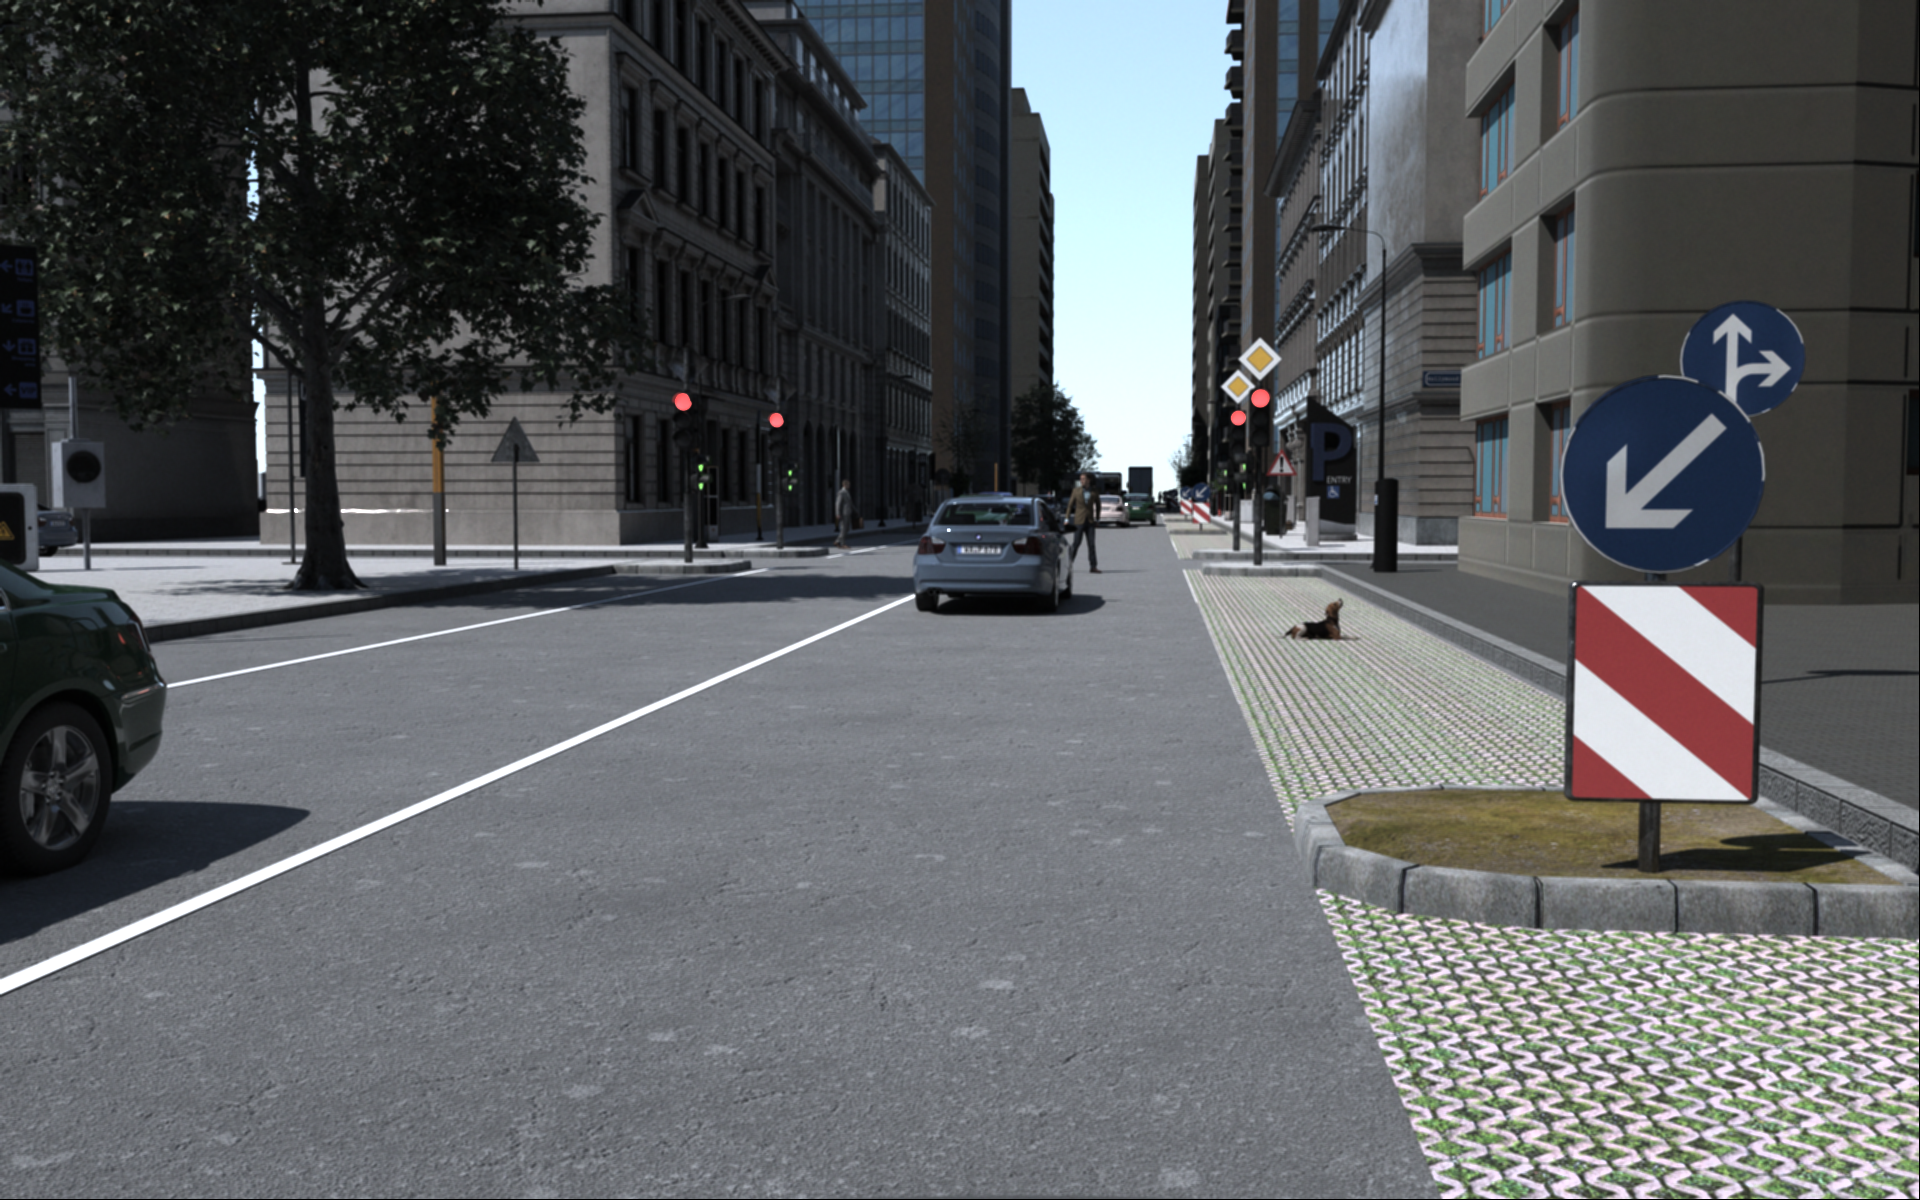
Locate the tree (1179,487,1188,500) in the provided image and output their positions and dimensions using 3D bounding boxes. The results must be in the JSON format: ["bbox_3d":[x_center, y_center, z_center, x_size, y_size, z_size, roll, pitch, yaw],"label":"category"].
[{"bbox_3d":[32.983,-15.725,251.699,1.663,3.219,1.824,0,3,0],"label":"tree"}]

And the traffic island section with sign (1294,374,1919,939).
[{"bbox_3d":[2.319,0.126,6.567,1.989,1.847,2.006,0,4,6],"label":"traffic island section with sign"}]

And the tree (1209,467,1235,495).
[{"bbox_3d":[16.673,-7.000,109.043,1.663,3.219,1.824,0,3,0],"label":"tree"}]

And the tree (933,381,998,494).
[{"bbox_3d":[0.573,-9.724,109.347,4.360,8.622,3.978,0,3,0],"label":"tree"}]

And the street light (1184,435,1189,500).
[{"bbox_3d":[18.399,-9.938,135.035,1.470,5.913,1.316,0,4,6],"label":"street light"}]

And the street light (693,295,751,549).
[{"bbox_3d":[-5.557,-4.161,40.575,1.470,5.913,1.316,0,4,6],"label":"street light"}]

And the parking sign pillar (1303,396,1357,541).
[{"bbox_3d":[10.173,-3.608,47.467,1.447,3.967,1.447,0,4,-5],"label":"parking sign pillar"}]

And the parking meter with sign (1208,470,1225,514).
[{"bbox_3d":[16.581,-7.057,111.643,0.543,3.016,1.738,-2,4,-24],"label":"parking meter with sign"}]

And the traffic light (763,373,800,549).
[{"bbox_3d":[-4.169,-3.134,40.167,0.839,4.253,0.868,0,4,6],"label":"traffic light"}]

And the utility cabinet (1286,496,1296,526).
[{"bbox_3d":[13.214,-3.648,70.803,1.020,1.237,0.306,2,4,24],"label":"utility cabinet"}]

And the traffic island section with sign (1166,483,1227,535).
[{"bbox_3d":[8.440,-3.235,61.524,1.989,1.847,2.006,0,4,6],"label":"traffic island section with sign"}]

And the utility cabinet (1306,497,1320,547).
[{"bbox_3d":[8.658,-1.921,42.568,0.306,1.237,1.020,1,4,9],"label":"utility cabinet"}]

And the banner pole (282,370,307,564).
[{"bbox_3d":[-12.048,-2.555,31.796,0.863,3.779,0.401,-3,4,-39],"label":"banner pole"}]

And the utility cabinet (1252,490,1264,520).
[{"bbox_3d":[14.741,-4.649,84.691,1.173,1.500,0.318,-3,5,-40],"label":"utility cabinet"}]

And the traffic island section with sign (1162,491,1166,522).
[{"bbox_3d":[11.467,-4.899,88.726,1.989,1.847,2.006,0,4,6],"label":"traffic island section with sign"}]

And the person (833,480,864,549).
[{"bbox_3d":[-2.984,-2.248,45.378,0.853,1.813,0.709,1,4,19],"label":"person"}]

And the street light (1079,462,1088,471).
[{"bbox_3d":[17.998,-17.164,253.174,1.470,5.913,1.316,0,4,6],"label":"street light"}]

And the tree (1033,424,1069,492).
[{"bbox_3d":[9.369,-14.105,180.977,4.360,8.622,3.978,0,3,0],"label":"tree"}]

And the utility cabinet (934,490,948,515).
[{"bbox_3d":[-1.104,-5.721,102.220,0.318,1.500,1.173,2,4,28],"label":"utility cabinet"}]

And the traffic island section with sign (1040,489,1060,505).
[{"bbox_3d":[6.796,-7.979,139.088,1.989,1.847,2.006,0,4,6],"label":"traffic island section with sign"}]

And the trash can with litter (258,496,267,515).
[{"bbox_3d":[-22.764,-2.849,57.639,1.678,1.210,2.233,1,4,21],"label":"trash can with litter"}]

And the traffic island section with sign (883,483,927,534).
[{"bbox_3d":[-1.669,-3.327,63.022,1.989,1.847,2.006,0,4,6],"label":"traffic island section with sign"}]

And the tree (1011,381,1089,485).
[{"bbox_3d":[9.422,-17.458,192.095,9.857,13.997,8.962,0,3,0],"label":"tree"}]

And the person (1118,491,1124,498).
[{"bbox_3d":[14.569,-8.978,156.010,1.217,1.743,0.721,0,4,-1],"label":"person"}]

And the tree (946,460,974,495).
[{"bbox_3d":[0.047,-6.377,98.861,1.663,3.219,1.824,0,3,0],"label":"tree"}]

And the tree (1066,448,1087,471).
[{"bbox_3d":[14.803,-17.171,231.110,4.737,8.622,4.395,0,3,0],"label":"tree"}]

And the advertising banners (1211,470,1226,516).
[{"bbox_3d":[14.907,-6.313,99.411,0.090,3.025,2.074,-1,4,-16],"label":"advertising banners"}]

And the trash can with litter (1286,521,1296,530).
[{"bbox_3d":[11.435,-3.091,61.933,1.055,1.170,0.624,0,4,-7],"label":"trash can with litter"}]

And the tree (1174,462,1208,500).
[{"bbox_3d":[23.312,-11.690,174.842,4.285,4.588,4.351,0,3,0],"label":"tree"}]

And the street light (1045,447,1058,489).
[{"bbox_3d":[9.004,-12.183,171.730,1.470,5.913,1.316,0,4,6],"label":"street light"}]

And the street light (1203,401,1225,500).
[{"bbox_3d":[13.030,-6.971,86.518,1.470,5.913,1.316,0,4,6],"label":"street light"}]

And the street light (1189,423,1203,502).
[{"bbox_3d":[15.962,-8.625,113.561,1.470,5.913,1.316,0,4,6],"label":"street light"}]

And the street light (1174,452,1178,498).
[{"bbox_3d":[24.475,-13.279,189.644,1.470,5.913,1.316,0,4,6],"label":"street light"}]

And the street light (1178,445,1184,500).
[{"bbox_3d":[21.516,-11.625,162.605,1.470,5.913,1.316,0,4,6],"label":"street light"}]

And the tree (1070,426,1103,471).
[{"bbox_3d":[17.957,-20.850,266.656,9.928,11.665,9.643,0,3,0],"label":"tree"}]

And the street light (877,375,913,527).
[{"bbox_3d":[-2.526,-5.822,67.737,1.470,5.913,1.316,0,4,6],"label":"street light"}]

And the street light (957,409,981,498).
[{"bbox_3d":[0.450,-7.476,94.775,1.470,5.913,1.316,0,4,6],"label":"street light"}]

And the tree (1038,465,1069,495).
[{"bbox_3d":[12.128,-13.585,205.832,4.285,4.588,4.351,0,3,0],"label":"tree"}]

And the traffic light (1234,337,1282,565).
[{"bbox_3d":[5.347,-2.579,31.094,0.839,4.253,0.868,0,4,6],"label":"traffic light"}]

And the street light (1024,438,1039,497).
[{"bbox_3d":[5.906,-10.519,144.529,1.470,5.913,1.316,0,4,6],"label":"street light"}]

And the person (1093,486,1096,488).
[{"bbox_3d":[6.359,-4.439,81.165,0.778,1.811,0.616,2,4,30],"label":"person"}]

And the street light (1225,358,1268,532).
[{"bbox_3d":[9.921,-5.303,59.243,1.470,5.913,1.316,0,4,6],"label":"street light"}]

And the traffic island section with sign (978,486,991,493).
[{"bbox_3d":[1.302,-4.965,89.814,1.989,1.847,2.006,0,4,6],"label":"traffic island section with sign"}]

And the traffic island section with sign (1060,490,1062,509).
[{"bbox_3d":[9.841,-9.659,166.547,1.989,1.847,2.006,0,4,6],"label":"traffic island section with sign"}]

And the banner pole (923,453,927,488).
[{"bbox_3d":[-2.146,-6.303,93.079,0.863,3.779,0.401,-1,4,-19],"label":"banner pole"}]

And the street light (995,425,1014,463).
[{"bbox_3d":[2.926,-8.793,116.299,1.470,5.913,1.316,0,4,6],"label":"street light"}]

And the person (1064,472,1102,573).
[{"bbox_3d":[2.226,-1.416,31.558,0.656,1.842,0.836,-3,5,-40],"label":"person"}]

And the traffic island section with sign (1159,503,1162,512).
[{"bbox_3d":[16.897,-7.885,137.544,1.989,1.847,2.006,0,4,6],"label":"traffic island section with sign"}]

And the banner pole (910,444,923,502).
[{"bbox_3d":[-2.349,-5.939,87.116,0.401,3.779,0.863,-2,4,-27],"label":"banner pole"}]

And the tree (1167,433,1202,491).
[{"bbox_3d":[27.131,-15.713,207.261,4.360,8.622,3.978,0,3,0],"label":"tree"}]

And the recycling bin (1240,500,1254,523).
[{"bbox_3d":[12.871,-3.914,76.542,0.722,1.027,0.722,-3,5,-41],"label":"recycling bin"}]

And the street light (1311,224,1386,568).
[{"bbox_3d":[6.735,-3.508,29.898,1.470,5.913,1.316,0,4,6],"label":"street light"}]

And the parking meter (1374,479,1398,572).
[{"bbox_3d":[7.002,-1.227,28.466,0.372,1.533,0.369,0,3,0],"label":"parking meter"}]

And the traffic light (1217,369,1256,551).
[{"bbox_3d":[6.230,-3.065,39.030,0.839,4.253,0.868,0,4,6],"label":"traffic light"}]

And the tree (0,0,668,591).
[{"bbox_3d":[-8.724,-6.487,23.078,9.611,12.733,9.660,0,3,0],"label":"tree"}]

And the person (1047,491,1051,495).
[{"bbox_3d":[6.190,-6.674,119.091,0.593,1.643,0.415,2,4,34],"label":"person"}]

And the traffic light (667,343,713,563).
[{"bbox_3d":[-5.052,-2.649,32.231,0.839,4.253,0.868,0,4,6],"label":"traffic light"}]
